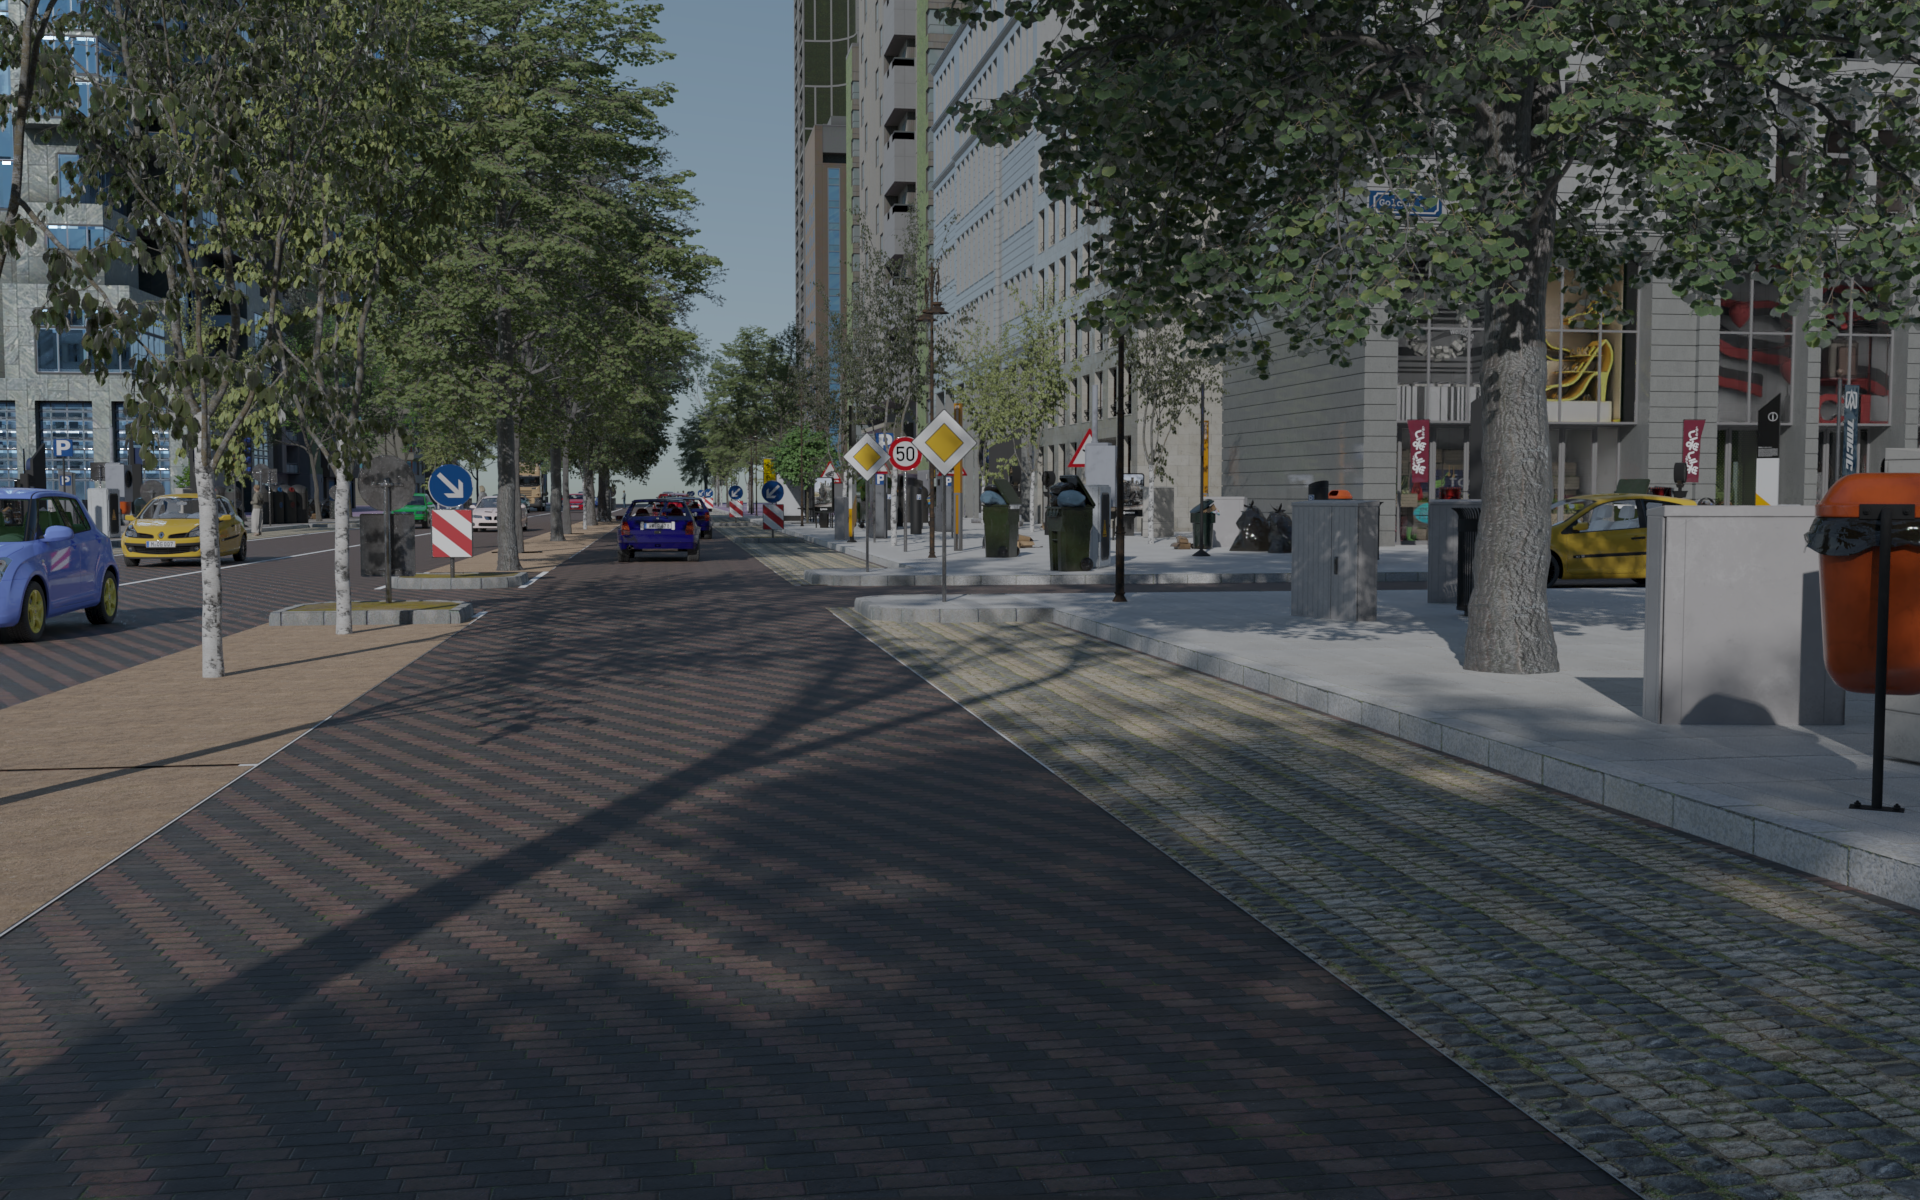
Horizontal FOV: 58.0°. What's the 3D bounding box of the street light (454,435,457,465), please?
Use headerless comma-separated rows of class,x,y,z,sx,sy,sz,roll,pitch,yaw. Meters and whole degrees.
street light,-39.179,-9.899,134.637,0.468,5.910,1.993,-1,4,-10

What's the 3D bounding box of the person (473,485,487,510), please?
person,-20.356,-3.979,73.734,0.728,1.800,0.709,1,4,22

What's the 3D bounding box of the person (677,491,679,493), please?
person,-40.435,-14.664,248.243,1.348,1.826,0.705,3,5,40

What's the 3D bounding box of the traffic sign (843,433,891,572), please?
traffic sign,-1.525,-1.515,28.406,0.795,2.450,0.064,-1,4,-10

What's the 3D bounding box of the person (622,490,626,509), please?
person,-32.921,-9.854,169.702,0.705,1.814,1.350,0,4,0

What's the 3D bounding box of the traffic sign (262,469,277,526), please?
traffic sign,-27.864,-4.146,69.913,0.606,2.300,0.079,0,4,-1

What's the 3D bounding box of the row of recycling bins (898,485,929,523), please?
row of recycling bins,-2.460,-4.340,78.076,1.069,1.692,3.534,-2,4,-26

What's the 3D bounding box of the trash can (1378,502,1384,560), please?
trash can,7.493,-1.258,32.218,0.748,1.137,0.748,0,3,0

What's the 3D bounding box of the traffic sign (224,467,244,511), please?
traffic sign,-28.617,-4.174,68.346,0.768,2.556,0.104,0,4,-7

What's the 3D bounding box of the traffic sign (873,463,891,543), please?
traffic sign,-2.256,-2.790,45.626,0.884,2.594,0.081,-1,4,-9

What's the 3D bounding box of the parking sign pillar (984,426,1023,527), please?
parking sign pillar,1.794,-4.909,68.729,1.447,3.967,1.447,0,4,2

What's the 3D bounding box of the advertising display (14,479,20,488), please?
advertising display,-40.257,-4.219,74.196,0.123,1.923,0.974,-1,4,-10

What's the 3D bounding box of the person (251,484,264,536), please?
person,-23.834,-3.036,58.687,0.362,1.759,0.519,1,4,10

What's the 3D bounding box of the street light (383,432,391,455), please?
street light,-33.414,-7.833,100.861,0.468,5.910,1.993,-1,4,-10

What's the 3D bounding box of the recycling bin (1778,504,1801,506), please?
recycling bin,19.712,-1.785,41.743,0.722,1.027,0.722,-2,4,-29

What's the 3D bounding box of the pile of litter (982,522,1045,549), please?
pile of litter,1.243,-1.664,41.168,1.719,0.858,1.176,-1,4,-23

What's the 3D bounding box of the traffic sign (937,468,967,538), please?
traffic sign,-0.227,-3.107,50.808,0.884,2.594,0.081,0,4,-8

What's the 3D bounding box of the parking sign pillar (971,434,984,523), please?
parking sign pillar,1.205,-5.374,76.335,1.447,3.967,1.447,1,4,17

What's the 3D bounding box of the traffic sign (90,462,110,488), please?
traffic sign,-27.588,-3.271,55.611,0.606,2.300,0.079,0,4,-7

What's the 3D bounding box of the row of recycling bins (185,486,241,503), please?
row of recycling bins,-38.182,-4.974,88.446,3.534,1.692,1.069,1,4,19

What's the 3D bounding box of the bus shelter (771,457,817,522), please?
bus shelter,-7.558,-5.249,79.739,2.014,3.302,5.546,-1,4,-9

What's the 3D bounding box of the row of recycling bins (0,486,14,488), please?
row of recycling bins,-50.582,-5.208,92.265,1.069,1.692,3.534,0,4,2

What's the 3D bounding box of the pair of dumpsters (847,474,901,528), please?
pair of dumpsters,-3.224,-3.816,64.878,1.574,2.255,4.437,-1,4,-10

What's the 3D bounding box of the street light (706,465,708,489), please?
street light,-32.940,-15.483,225.941,0.468,5.910,1.993,-1,4,-10

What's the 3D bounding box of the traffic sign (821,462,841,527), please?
traffic sign,-4.987,-4.075,66.632,0.884,2.594,0.081,0,4,-1

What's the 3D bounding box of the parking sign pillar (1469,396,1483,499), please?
parking sign pillar,13.170,-3.239,41.424,1.447,3.967,1.447,-1,4,-16

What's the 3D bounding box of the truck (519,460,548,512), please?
truck,-35.548,-9.416,142.867,2.839,4.237,11.283,-1,4,-11

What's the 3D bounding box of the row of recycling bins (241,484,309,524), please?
row of recycling bins,-29.417,-4.144,74.861,1.069,1.692,3.534,1,4,11

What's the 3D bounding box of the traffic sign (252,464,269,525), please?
traffic sign,-29.201,-4.421,72.395,0.768,2.556,0.104,0,4,-2

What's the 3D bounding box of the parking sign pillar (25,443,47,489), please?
parking sign pillar,-48.515,-6.267,90.937,1.447,3.967,1.447,0,4,0

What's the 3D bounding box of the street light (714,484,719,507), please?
street light,-27.098,-13.381,191.563,0.468,5.910,1.993,-1,4,-10

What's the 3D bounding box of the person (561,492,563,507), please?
person,-44.012,-11.130,191.297,1.217,1.723,0.721,3,5,42

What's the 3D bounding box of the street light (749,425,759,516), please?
street light,-13.163,-8.344,109.217,0.468,5.910,1.993,-1,4,-10

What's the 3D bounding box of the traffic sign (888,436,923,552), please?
traffic sign,-1.209,-2.339,38.353,0.768,2.556,0.104,0,4,-3

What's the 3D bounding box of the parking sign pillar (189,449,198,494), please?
parking sign pillar,-29.989,-4.891,68.435,1.447,3.967,1.447,0,4,-5

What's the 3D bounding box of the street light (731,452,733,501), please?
street light,-18.870,-10.408,142.960,0.468,5.910,1.993,-1,4,-10

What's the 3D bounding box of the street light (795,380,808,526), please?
street light,-6.266,-5.858,68.563,0.468,5.910,1.993,-1,4,-10

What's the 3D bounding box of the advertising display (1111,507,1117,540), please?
advertising display,3.980,-2.595,47.636,0.123,1.923,0.974,3,5,40

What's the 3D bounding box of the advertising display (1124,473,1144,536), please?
advertising display,5.155,-2.925,53.043,0.974,1.923,0.123,0,4,4

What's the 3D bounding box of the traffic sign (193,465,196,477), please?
traffic sign,-28.404,-3.974,65.073,0.768,2.556,0.104,-1,4,-9

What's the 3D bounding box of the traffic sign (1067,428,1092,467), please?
traffic sign,2.560,-2.101,34.351,0.884,2.594,0.081,0,4,-7

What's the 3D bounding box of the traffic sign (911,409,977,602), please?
traffic sign,-0.190,-1.033,20.533,0.795,2.450,0.064,-1,4,-10

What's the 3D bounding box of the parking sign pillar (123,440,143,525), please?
parking sign pillar,-34.630,-5.153,72.722,1.447,3.967,1.447,-2,4,-28

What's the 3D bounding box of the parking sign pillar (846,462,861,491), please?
parking sign pillar,-5.762,-6.699,97.993,1.447,3.967,1.447,1,4,16

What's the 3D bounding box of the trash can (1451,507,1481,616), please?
trash can,5.546,-0.401,18.218,0.748,1.137,0.748,0,3,0

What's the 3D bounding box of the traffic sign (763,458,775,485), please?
traffic sign,-9.932,-6.331,97.379,2.265,3.308,0.079,0,4,-7

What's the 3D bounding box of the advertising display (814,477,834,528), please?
advertising display,-5.120,-3.673,65.264,0.974,1.923,0.123,3,5,40

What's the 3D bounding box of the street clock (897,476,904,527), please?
street clock,-2.353,-3.878,67.971,0.358,2.002,0.471,2,4,27

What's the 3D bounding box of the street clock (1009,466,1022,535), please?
street clock,1.404,-2.428,44.274,0.358,2.002,0.471,-1,4,-10

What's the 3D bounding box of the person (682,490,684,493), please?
person,-30.605,-11.214,191.814,0.705,1.831,1.348,-2,4,-30

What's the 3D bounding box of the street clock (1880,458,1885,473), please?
street clock,17.932,-1.760,33.349,0.358,2.002,0.471,0,4,0

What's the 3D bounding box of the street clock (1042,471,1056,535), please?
street clock,2.764,-3.027,54.055,0.358,2.002,0.471,-2,4,-31

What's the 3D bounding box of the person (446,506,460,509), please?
person,-13.111,-2.213,44.952,0.793,1.790,0.793,-3,5,-43

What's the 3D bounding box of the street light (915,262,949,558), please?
street light,-0.561,-3.784,34.662,0.468,5.910,1.993,-1,4,-10

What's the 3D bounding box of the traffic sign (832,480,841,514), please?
traffic sign,-6.241,-5.177,84.654,0.884,2.594,0.081,0,4,-1

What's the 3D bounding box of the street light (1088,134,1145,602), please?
street light,1.906,-2.917,20.482,0.468,5.910,1.993,-1,4,-10

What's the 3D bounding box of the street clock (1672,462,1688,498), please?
street clock,16.504,-2.150,39.721,0.358,2.002,0.471,2,4,32
